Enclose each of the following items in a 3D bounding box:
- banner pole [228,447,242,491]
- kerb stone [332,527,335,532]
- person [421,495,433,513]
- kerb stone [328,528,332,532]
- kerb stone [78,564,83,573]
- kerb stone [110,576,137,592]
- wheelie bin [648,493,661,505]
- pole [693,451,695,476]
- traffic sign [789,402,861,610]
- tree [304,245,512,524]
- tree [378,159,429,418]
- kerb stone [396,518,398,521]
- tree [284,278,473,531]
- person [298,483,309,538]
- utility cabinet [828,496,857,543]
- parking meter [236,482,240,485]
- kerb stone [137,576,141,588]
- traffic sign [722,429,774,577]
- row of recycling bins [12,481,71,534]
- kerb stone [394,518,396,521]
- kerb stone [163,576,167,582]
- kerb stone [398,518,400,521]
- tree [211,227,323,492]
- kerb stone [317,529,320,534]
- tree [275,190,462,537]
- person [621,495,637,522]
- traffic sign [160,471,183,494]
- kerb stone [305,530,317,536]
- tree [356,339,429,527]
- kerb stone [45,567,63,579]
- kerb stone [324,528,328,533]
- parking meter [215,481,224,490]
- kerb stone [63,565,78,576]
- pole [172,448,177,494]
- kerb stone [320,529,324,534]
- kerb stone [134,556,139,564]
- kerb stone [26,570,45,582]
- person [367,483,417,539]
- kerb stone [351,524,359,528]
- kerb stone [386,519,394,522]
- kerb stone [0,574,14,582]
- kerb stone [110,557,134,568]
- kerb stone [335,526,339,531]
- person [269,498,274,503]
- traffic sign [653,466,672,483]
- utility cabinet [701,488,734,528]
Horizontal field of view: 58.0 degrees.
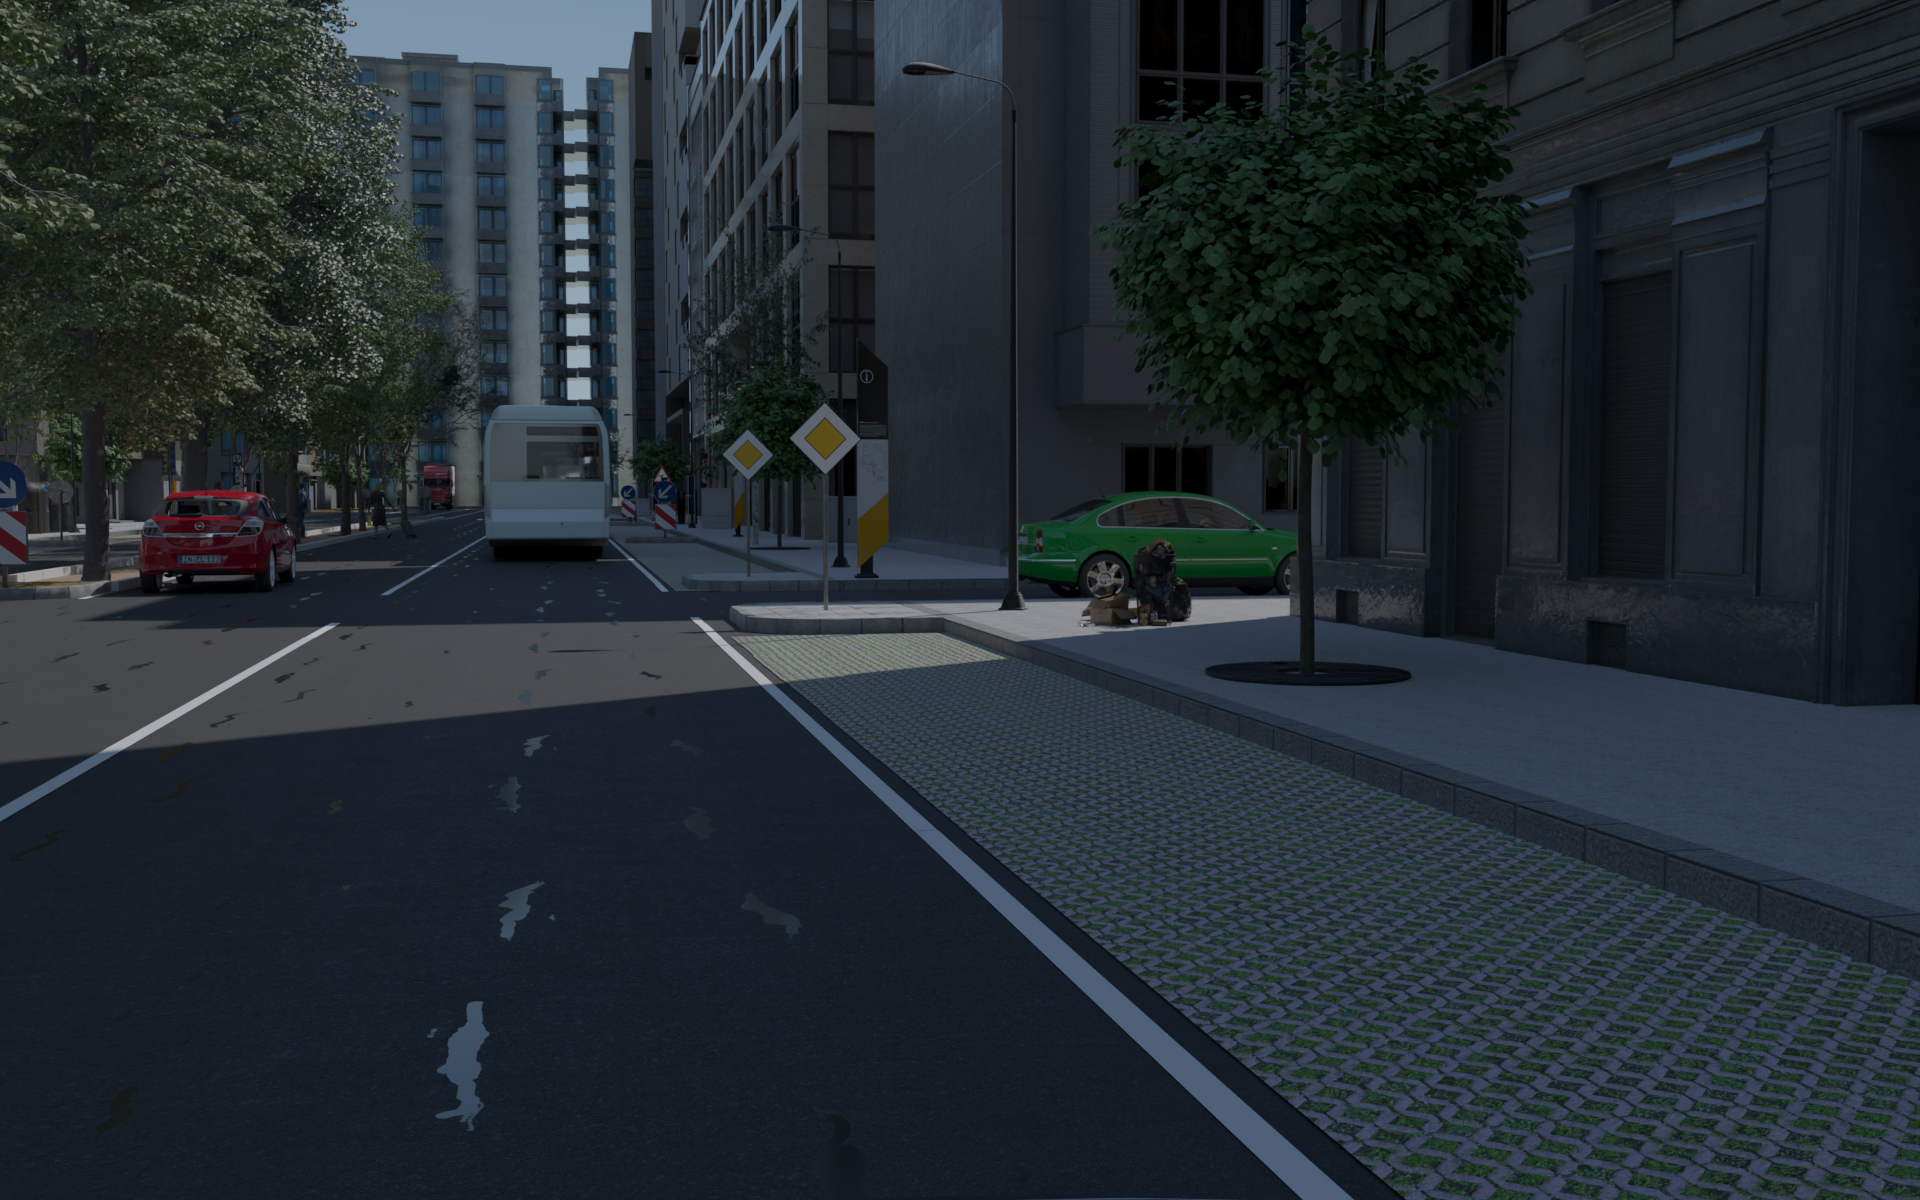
[{"bbox_3d":[-38.682,-6.259,92.359,0.863,3.779,0.401,-1,4,-21],"label":"banner pole"},{"bbox_3d":[-23.792,-2.640,65.353,0.120,0.150,1.000,-1,4,-13],"label":"kerb stone"},{"bbox_3d":[-40.295,-7.429,130.697,1.217,1.736,0.721,1,4,21],"label":"person"},{"bbox_3d":[-23.569,-2.578,64.352,0.120,0.150,1.000,-1,4,-13],"label":"kerb stone"},{"bbox_3d":[-15.935,-0.560,31.365,0.120,0.150,1.000,-1,4,-13],"label":"kerb stone"},{"bbox_3d":[-12.503,-0.223,25.852,0.120,0.150,1.000,-1,4,-13],"label":"kerb stone"},{"bbox_3d":[-15.273,-4.856,87.307,0.980,1.594,0.693,-2,4,-26],"label":"wheelie bin"},{"bbox_3d":[-12.693,-5.410,82.296,0.158,3.312,0.155,0,3,0],"label":"pole"},{"bbox_3d":[-1.483,-0.942,19.046,0.795,2.450,0.064,-1,4,-13],"label":"traffic sign"},{"bbox_3d":[-26.617,-10.386,82.633,12.009,13.543,11.850,0,3,0],"label":"tree"},{"bbox_3d":[-19.189,-7.875,49.336,7.486,12.596,7.792,0,3,0],"label":"tree"},{"bbox_3d":[-29.568,-4.167,90.323,0.120,0.150,1.000,-1,4,-13],"label":"kerb stone"},{"bbox_3d":[-23.019,-7.936,66.616,8.767,10.594,7.601,-1,4,-13],"label":"tree"},{"bbox_3d":[-21.198,-2.879,55.751,0.419,1.800,0.721,-1,4,-19],"label":"person"},{"bbox_3d":[-3.063,-2.101,45.513,1.020,1.237,0.306,1,4,14],"label":"utility cabinet"},{"bbox_3d":[-35.506,-4.874,85.401,0.255,1.863,0.399,0,4,-5],"label":"parking meter"},{"bbox_3d":[-12.735,-0.285,26.847,0.120,0.150,1.000,-1,4,-13],"label":"kerb stone"},{"bbox_3d":[-3.281,-1.418,26.827,0.795,2.450,0.064,-1,4,-13],"label":"traffic sign"},{"bbox_3d":[-30.231,-3.049,56.970,1.069,1.692,3.534,-1,4,-9],"label":"row of recycling bins"},{"bbox_3d":[-29.330,-4.106,89.323,0.120,0.150,1.000,-1,4,-13],"label":"kerb stone"},{"bbox_3d":[-12.966,-0.346,27.846,0.120,0.150,1.000,-1,4,-13],"label":"kerb stone"},{"bbox_3d":[-29.777,-4.219,91.324,0.120,0.150,1.000,-1,4,-13],"label":"kerb stone"},{"bbox_3d":[-17.948,-5.532,43.260,4.737,8.622,4.395,0,3,0],"label":"tree"},{"bbox_3d":[-22.876,-2.395,61.346,0.120,0.150,1.000,-1,4,-13],"label":"kerb stone"},{"bbox_3d":[-20.615,-7.942,58.057,9.928,11.665,9.643,0,3,0],"label":"tree"},{"bbox_3d":[-16.067,-4.592,84.059,0.782,1.767,0.515,-1,4,-10],"label":"person"},{"bbox_3d":[-32.564,-4.374,71.526,0.884,2.594,0.081,-1,4,-11],"label":"traffic sign"},{"bbox_3d":[-22.636,-2.326,60.349,0.120,0.150,1.000,-1,4,-13],"label":"kerb stone"},{"bbox_3d":[-24.653,-7.394,73.717,4.737,8.622,4.395,0,3,0],"label":"tree"},{"bbox_3d":[-15.470,-0.439,29.374,0.120,0.150,1.000,-1,4,-13],"label":"kerb stone"},{"bbox_3d":[-23.335,-2.517,63.349,0.120,0.150,1.000,-1,4,-13],"label":"kerb stone"},{"bbox_3d":[-34.373,-4.569,80.410,0.399,1.863,0.255,2,4,29],"label":"parking meter"},{"bbox_3d":[-15.710,-0.500,30.368,0.120,0.150,1.000,-1,4,-13],"label":"kerb stone"},{"bbox_3d":[-35.003,-5.094,77.130,0.158,3.312,0.155,0,3,0],"label":"pole"},{"bbox_3d":[-23.100,-2.456,62.347,0.120,0.150,1.000,-1,4,-13],"label":"kerb stone"},{"bbox_3d":[-16.853,-0.804,35.361,0.120,0.150,1.000,-1,4,-13],"label":"kerb stone"},{"bbox_3d":[-15.243,-0.378,28.376,0.120,0.150,1.000,-1,4,-13],"label":"kerb stone"},{"bbox_3d":[-18.259,-2.859,55.460,1.509,1.804,0.699,1,4,12],"label":"person"},{"bbox_3d":[-25.641,-3.129,73.347,0.120,0.150,1.000,-1,4,-13],"label":"kerb stone"},{"bbox_3d":[-29.101,-4.045,88.325,0.120,0.150,1.000,-1,4,-13],"label":"kerb stone"},{"bbox_3d":[-15.022,-0.314,27.378,0.120,0.150,1.000,-1,4,-13],"label":"kerb stone"},{"bbox_3d":[-16.628,-0.744,34.360,0.120,0.150,1.000,-1,4,-13],"label":"kerb stone"},{"bbox_3d":[-24.019,-2.701,66.351,0.120,0.150,1.000,-1,4,-13],"label":"kerb stone"},{"bbox_3d":[-28.319,-3.558,71.336,0.373,1.253,0.362,-1,4,-21],"label":"person"},{"bbox_3d":[-13.720,-4.880,79.790,0.884,2.594,0.081,-1,4,-9],"label":"traffic sign"},{"bbox_3d":[-8.972,-3.397,64.225,1.173,1.500,0.318,1,4,14],"label":"utility cabinet"}]
